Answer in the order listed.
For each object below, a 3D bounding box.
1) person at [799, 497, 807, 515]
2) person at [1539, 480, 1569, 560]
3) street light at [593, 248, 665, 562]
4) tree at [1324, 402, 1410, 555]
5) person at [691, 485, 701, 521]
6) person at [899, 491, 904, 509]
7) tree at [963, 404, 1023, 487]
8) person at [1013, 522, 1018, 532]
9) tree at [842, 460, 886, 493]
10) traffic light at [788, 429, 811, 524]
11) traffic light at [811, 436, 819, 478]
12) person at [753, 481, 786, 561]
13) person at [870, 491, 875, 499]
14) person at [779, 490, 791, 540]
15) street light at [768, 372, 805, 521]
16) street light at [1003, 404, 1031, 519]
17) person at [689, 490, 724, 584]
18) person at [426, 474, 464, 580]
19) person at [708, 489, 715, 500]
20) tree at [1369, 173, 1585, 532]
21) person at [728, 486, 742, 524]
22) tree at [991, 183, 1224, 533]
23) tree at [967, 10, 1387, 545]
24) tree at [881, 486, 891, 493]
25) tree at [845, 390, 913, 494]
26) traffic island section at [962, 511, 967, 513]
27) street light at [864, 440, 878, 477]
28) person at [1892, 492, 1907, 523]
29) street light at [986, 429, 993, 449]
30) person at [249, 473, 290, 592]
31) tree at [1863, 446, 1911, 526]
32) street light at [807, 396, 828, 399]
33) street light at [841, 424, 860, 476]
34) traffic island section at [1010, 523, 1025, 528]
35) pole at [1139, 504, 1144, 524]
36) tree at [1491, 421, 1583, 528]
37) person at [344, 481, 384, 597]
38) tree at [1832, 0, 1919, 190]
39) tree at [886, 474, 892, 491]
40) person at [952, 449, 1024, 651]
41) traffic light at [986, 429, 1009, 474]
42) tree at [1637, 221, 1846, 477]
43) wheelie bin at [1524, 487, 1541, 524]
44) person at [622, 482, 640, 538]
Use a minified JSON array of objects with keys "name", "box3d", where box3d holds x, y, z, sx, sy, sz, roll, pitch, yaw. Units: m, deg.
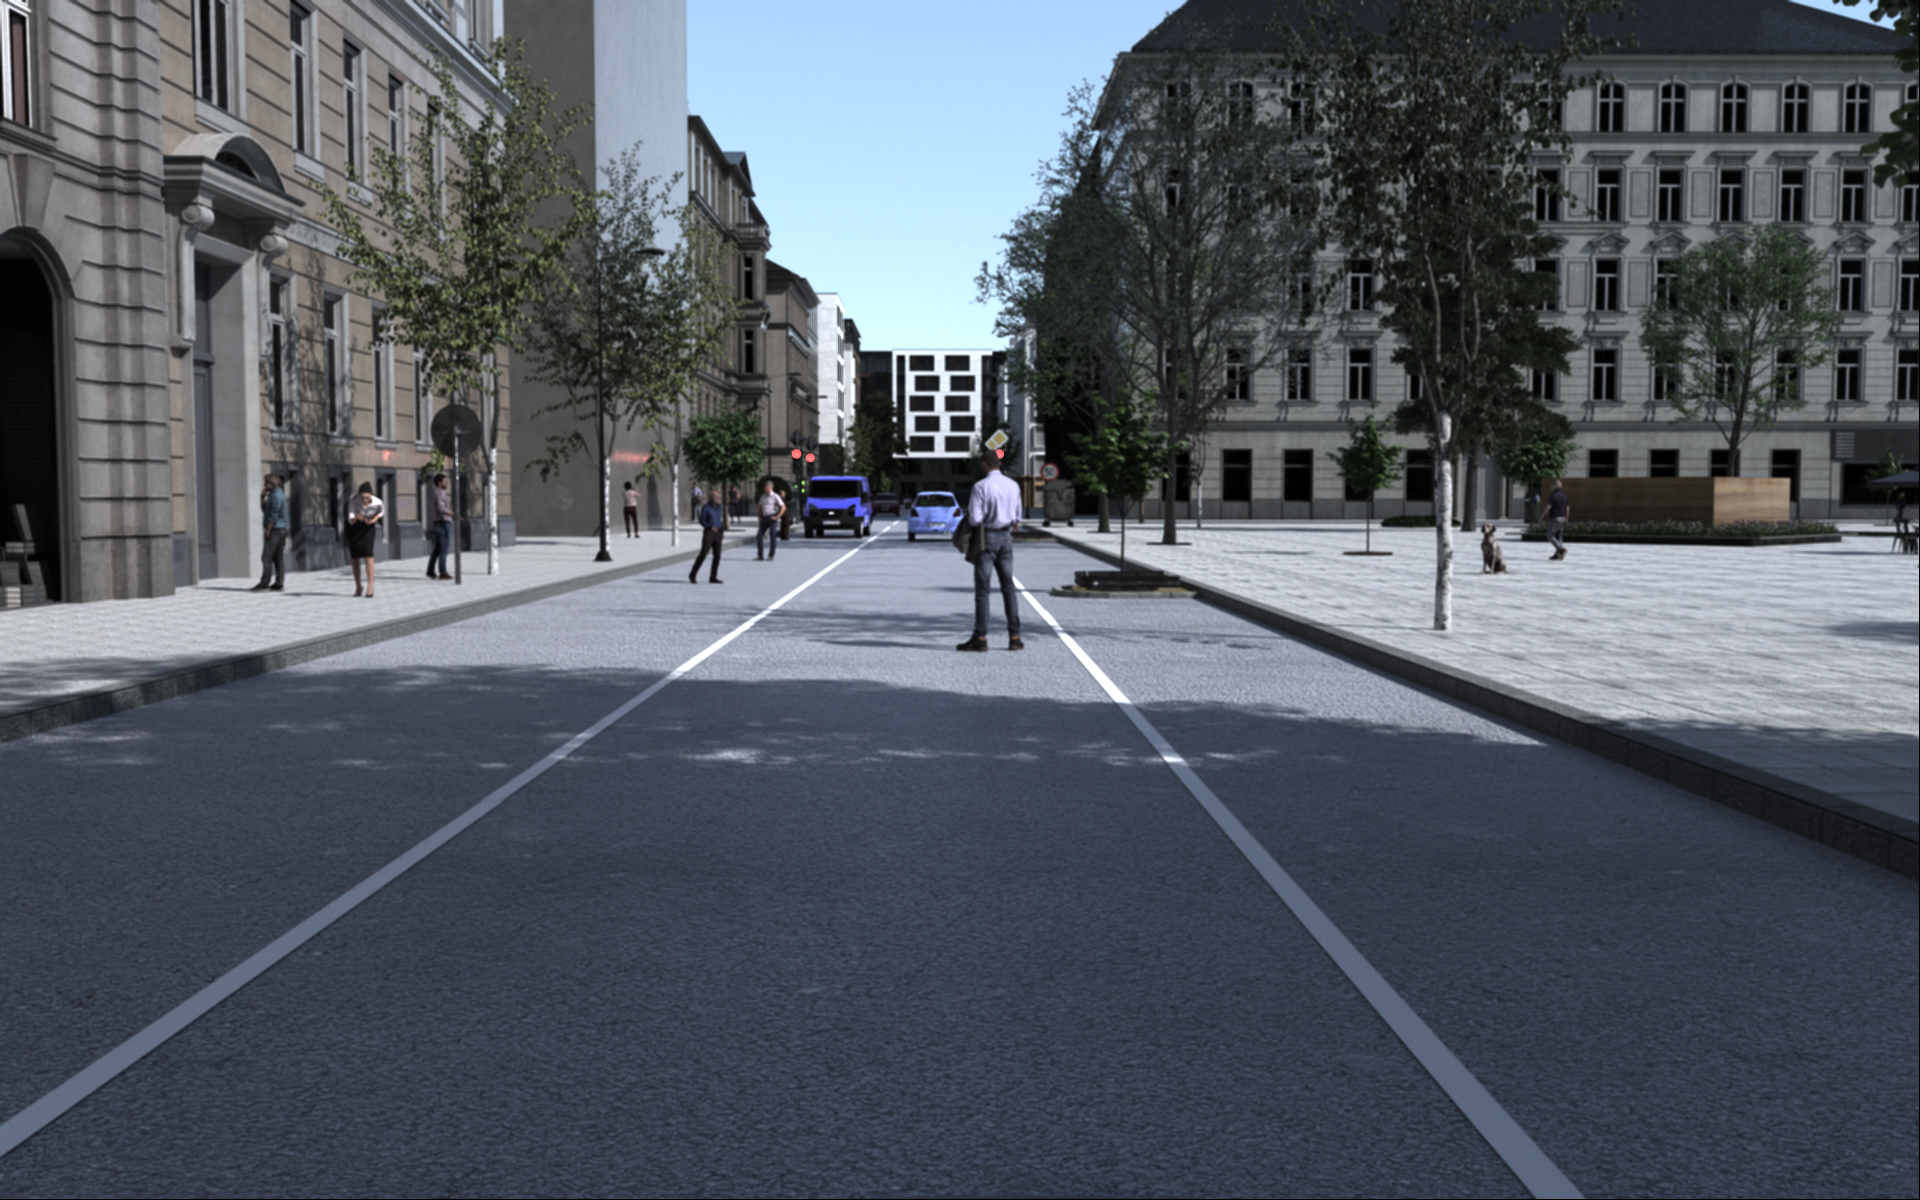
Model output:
[{"name":"person","box3d":[-9.425,-5.858,104.191,0.546,1.535,0.453,0,4,5]},{"name":"person","box3d":[11.585,-1.555,33.674,0.569,1.553,0.471,0,4,3]},{"name":"street light","box3d":[-6.268,-3.690,32.866,1.470,5.913,1.316,0,4,-1]},{"name":"tree","box3d":[8.654,-2.560,36.460,1.663,3.219,1.824,0,3,0]},{"name":"person","box3d":[-12.636,-4.666,82.195,0.709,1.838,0.599,1,4,21]},{"name":"person","box3d":[-5.466,-9.336,162.055,0.541,1.710,0.530,-1,4,-17]},{"name":"tree","box3d":[3.260,-11.543,139.095,4.737,8.622,4.395,0,3,0]},{"name":"person","box3d":[1.819,-3.026,60.340,0.546,1.535,0.453,1,4,19]},{"name":"tree","box3d":[-9.274,-10.764,159.702,4.285,4.588,4.351,0,3,0]},{"name":"traffic light","box3d":[-6.912,-5.166,73.712,0.839,4.213,0.868,0,4,-1]},{"name":"traffic light","box3d":[-7.015,-5.655,81.696,0.839,4.213,0.868,0,4,-1]},{"name":"person","box3d":[-4.126,-1.697,37.177,0.756,1.711,0.436,3,5,42]},{"name":"person","box3d":[-11.336,-13.036,219.863,1.217,1.739,0.721,3,4,36]},{"name":"person","box3d":[-5.438,-2.631,53.794,0.388,1.546,0.482,-1,4,-14]},{"name":"street light","box3d":[-6.739,-5.729,66.211,1.470,5.913,1.316,0,4,-1]},{"name":"street light","box3d":[2.967,-7.175,89.848,1.470,5.913,1.316,0,4,-1]},{"name":"person","box3d":[-3.993,-1.011,27.723,0.574,1.496,0.600,-2,4,-28]},{"name":"person","box3d":[-7.709,-1.089,25.811,0.435,1.587,0.963,-3,4,-37]},{"name":"person","box3d":[-10.598,-4.000,73.907,0.387,1.526,0.523,1,4,12]},{"name":"tree","box3d":[17.449,-8.357,58.688,6.751,12.117,7.091,0,3,0]},{"name":"person","box3d":[-9.697,-4.102,74.580,0.415,1.643,0.593,3,5,43]},{"name":"tree","box3d":[4.840,-8.024,56.949,9.928,11.665,9.643,0,3,0]},{"name":"tree","box3d":[5.444,-8.141,43.479,12.009,13.543,11.850,0,3,0]},{"name":"tree","box3d":[-9.408,-13.660,217.939,1.663,3.219,1.824,0,3,0]},{"name":"tree","box3d":[-8.438,-15.789,180.200,6.751,12.117,7.091,0,3,0]},{"name":"traffic island section","box3d":[0.919,-6.787,133.827,1.991,0.108,1.994,0,4,-1]},{"name":"street light","box3d":[-7.686,-10.775,148.706,1.470,5.913,1.316,0,4,-1]},{"name":"person","box3d":[42.511,-4.116,78.345,0.613,1.512,0.480,-1,4,-22]},{"name":"street light","box3d":[2.530,-9.214,123.194,1.470,5.913,1.316,0,4,-1]},{"name":"person","box3d":[-9.030,-0.886,22.747,0.429,1.552,0.499,1,4,10]},{"name":"tree","box3d":[37.491,-4.625,70.226,1.663,3.219,1.824,0,3,0]},{"name":"street light","box3d":[-6.940,-6.685,81.836,1.470,5.913,1.316,0,4,-1]},{"name":"street light","box3d":[-7.329,-8.724,115.182,1.470,5.913,1.316,0,4,-1]},{"name":"traffic island section","box3d":[1.688,-3.160,73.951,2.009,0.180,2.903,0,4,-1]},{"name":"pole","box3d":[7.839,-4.947,74.729,0.158,3.312,0.155,0,3,0]},{"name":"tree","box3d":[21.984,-5.046,66.214,4.285,4.588,4.351,0,3,0]},{"name":"person","box3d":[-7.410,-0.749,21.475,0.799,1.438,0.628,2,4,34]},{"name":"tree","box3d":[5.819,-5.323,5.157,7.486,12.596,7.792,0,3,0]},{"name":"tree","box3d":[-9.896,-13.905,211.055,4.285,4.588,4.351,0,3,0]},{"name":"person","box3d":[0.244,-0.464,15.952,0.709,1.838,0.599,-2,4,-32]},{"name":"traffic light","box3d":[1.648,-5.174,73.838,0.839,4.213,0.868,0,4,-1]},{"name":"tree","box3d":[29.529,-8.567,65.834,9.928,11.665,9.643,0,3,0]},{"name":"wheelie bin","box3d":[24.783,-4.088,74.744,0.693,1.594,0.980,-1,4,-20]},{"name":"person","box3d":[-9.679,-2.656,50.926,0.517,1.644,0.566,3,5,41]}]
